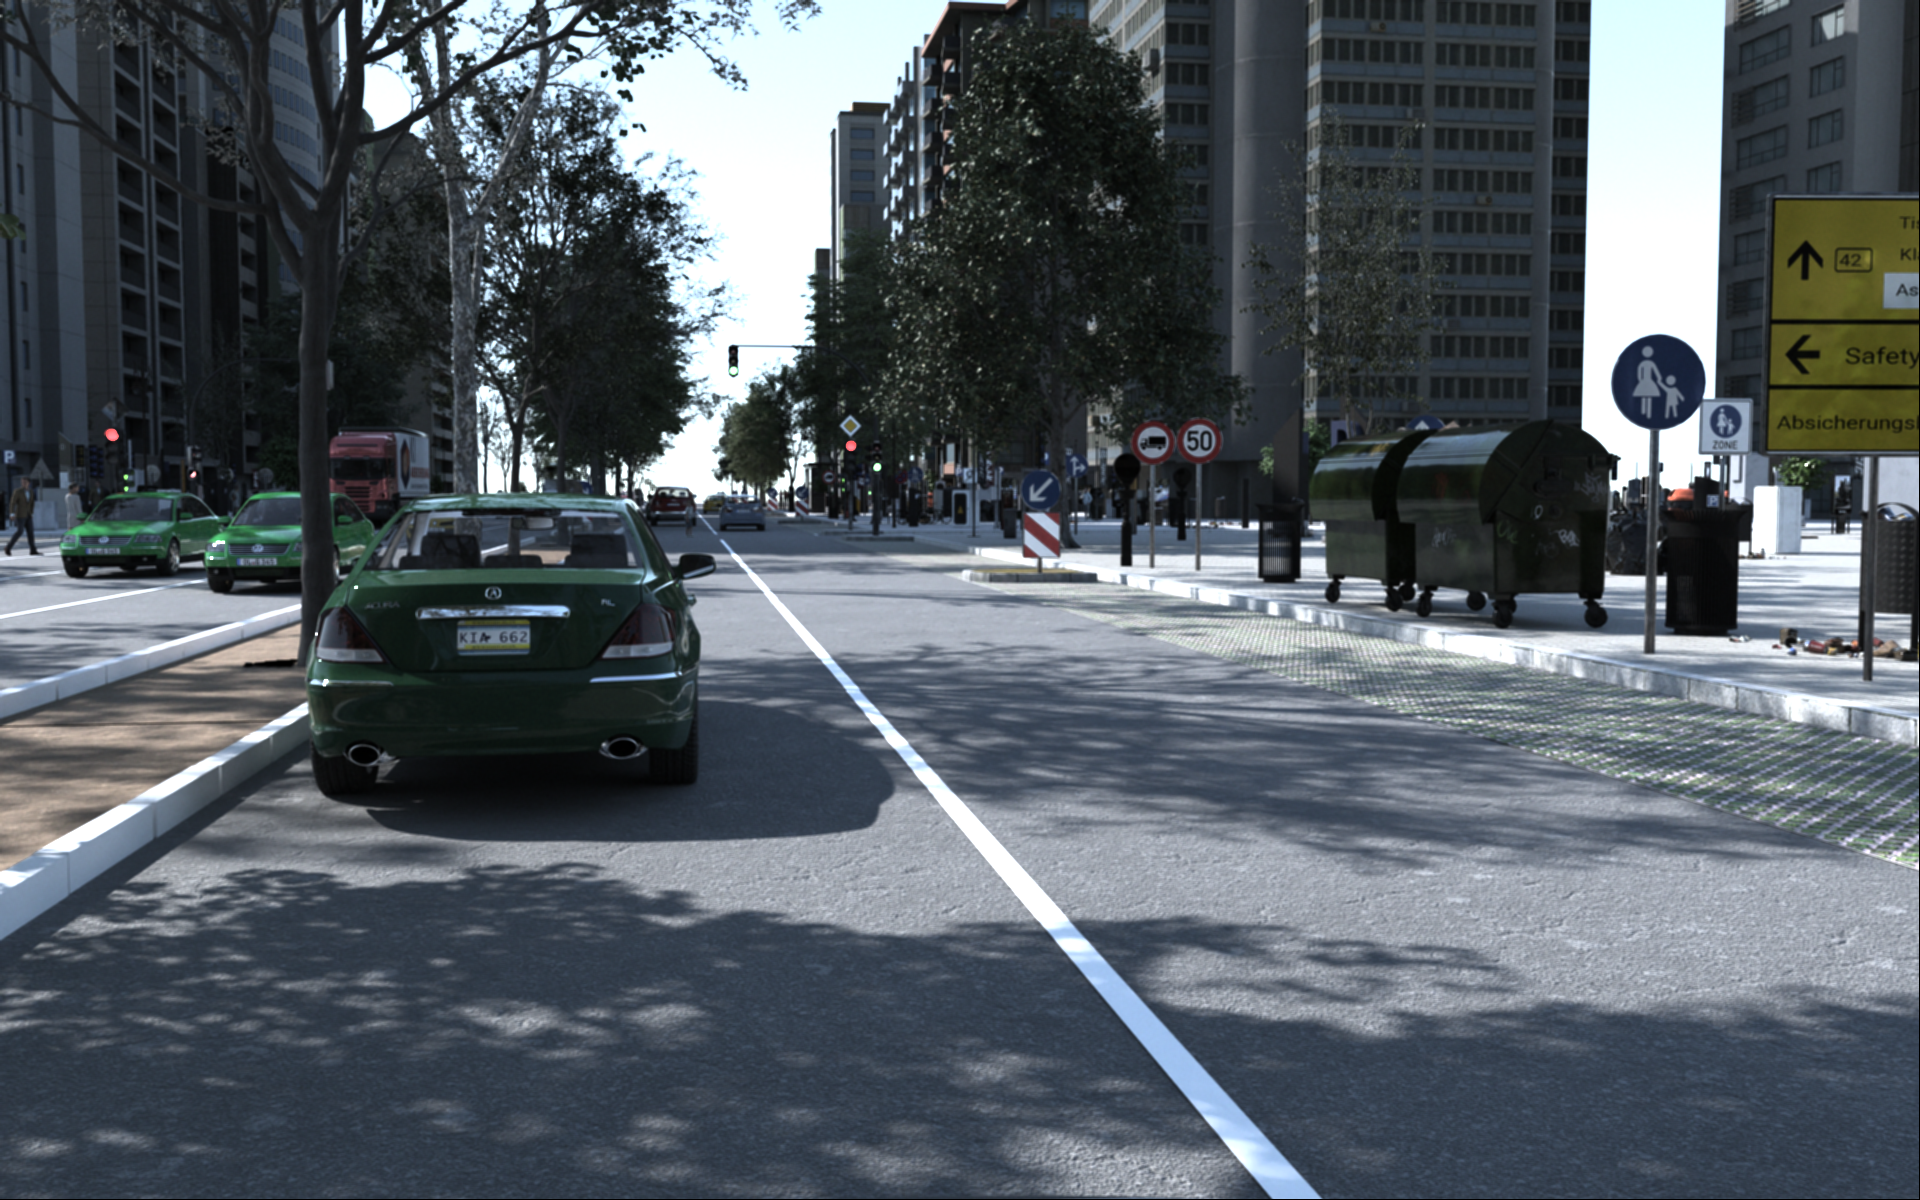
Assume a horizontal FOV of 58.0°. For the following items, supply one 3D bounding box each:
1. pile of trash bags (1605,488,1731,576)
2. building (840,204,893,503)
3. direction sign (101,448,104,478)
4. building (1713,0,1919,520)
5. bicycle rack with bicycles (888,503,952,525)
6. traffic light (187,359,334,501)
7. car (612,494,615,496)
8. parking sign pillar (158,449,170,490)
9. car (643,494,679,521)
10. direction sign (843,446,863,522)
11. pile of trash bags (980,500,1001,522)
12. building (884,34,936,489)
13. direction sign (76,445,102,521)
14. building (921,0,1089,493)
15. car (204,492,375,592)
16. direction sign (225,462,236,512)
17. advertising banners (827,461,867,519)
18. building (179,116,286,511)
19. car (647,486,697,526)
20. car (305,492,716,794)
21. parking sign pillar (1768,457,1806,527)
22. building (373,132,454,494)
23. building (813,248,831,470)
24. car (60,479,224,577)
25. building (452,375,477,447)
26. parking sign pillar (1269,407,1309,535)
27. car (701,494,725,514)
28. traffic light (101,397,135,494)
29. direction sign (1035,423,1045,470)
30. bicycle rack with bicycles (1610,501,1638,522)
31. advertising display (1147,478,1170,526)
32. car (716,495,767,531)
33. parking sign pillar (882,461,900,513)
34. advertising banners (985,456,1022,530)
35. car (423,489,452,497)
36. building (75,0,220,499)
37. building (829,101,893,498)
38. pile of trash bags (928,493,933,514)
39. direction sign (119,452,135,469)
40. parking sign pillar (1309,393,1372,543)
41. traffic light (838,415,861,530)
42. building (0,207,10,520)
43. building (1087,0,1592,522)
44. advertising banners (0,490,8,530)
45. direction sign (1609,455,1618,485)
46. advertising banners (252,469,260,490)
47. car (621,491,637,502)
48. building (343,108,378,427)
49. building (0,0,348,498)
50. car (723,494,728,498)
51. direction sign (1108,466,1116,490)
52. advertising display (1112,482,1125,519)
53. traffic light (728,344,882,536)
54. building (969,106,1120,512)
[{"bbox_3d":[11.236,-1.079,27.390,1.912,1.369,3.447,1,4,14],"label":"pile of trash bags"},{"bbox_3d":[-10.151,-34.432,246.560,14.154,41.232,14.086,-1,4,-9],"label":"building"},{"bbox_3d":[-42.342,-5.689,85.007,0.379,3.537,0.876,1,4,15],"label":"direction sign"},{"bbox_3d":[49.231,-24.763,88.465,14.086,41.232,14.154,-1,4,-9],"label":"building"},{"bbox_3d":[-1.717,-3.711,74.051,2.925,0.926,2.852,-1,4,-23],"label":"bicycle rack with bicycles"},{"bbox_3d":[-23.527,-5.109,58.195,4.771,5.953,1.251,-1,4,-9],"label":"traffic light"},{"bbox_3d":[-50.671,-14.982,255.180,2.015,1.641,3.980,-1,4,-10],"label":"car"},{"bbox_3d":[-47.441,-7.017,103.199,1.447,3.967,1.447,-2,4,-33],"label":"parking sign pillar"},{"bbox_3d":[-16.118,-5.025,93.951,2.131,1.459,4.920,-1,4,-9],"label":"car"},{"bbox_3d":[-4.987,-5.447,81.049,0.876,3.537,0.379,1,4,8],"label":"direction sign"},{"bbox_3d":[2.073,-4.363,81.089,3.447,1.369,1.912,-1,4,-12],"label":"pile of trash bags"},{"bbox_3d":[3.826,-34.617,185.601,23.786,49.044,30.456,-1,4,-9],"label":"building"},{"bbox_3d":[-40.233,-5.374,79.856,0.876,3.537,0.379,-2,4,-24],"label":"direction sign"},{"bbox_3d":[8.326,-30.682,156.279,22.147,44.769,28.867,-1,4,-9],"label":"building"},{"bbox_3d":[-10.273,-1.101,26.791,1.959,1.807,4.718,0,4,-8],"label":"car"},{"bbox_3d":[-52.037,-8.053,123.666,0.379,3.537,0.876,2,4,27],"label":"direction sign"},{"bbox_3d":[-5.886,-5.764,90.432,2.074,3.025,0.090,0,4,-2],"label":"advertising banners"},{"bbox_3d":[-61.809,-22.231,135.177,14.160,30.474,14.107,-1,4,-9],"label":"building"},{"bbox_3d":[-13.128,-4.307,79.099,2.281,1.827,5.304,-1,4,-10],"label":"car"},{"bbox_3d":[-2.435,0.121,9.820,2.131,1.459,4.920,-1,4,-10],"label":"car"},{"bbox_3d":[32.320,-4.845,67.693,1.447,3.967,1.447,-2,4,-31],"label":"parking sign pillar"},{"bbox_3d":[-81.119,-37.332,234.084,21.300,48.544,21.600,-1,4,-9],"label":"building"},{"bbox_3d":[-17.483,-37.043,289.242,14.154,41.232,14.086,-1,4,-9],"label":"building"},{"bbox_3d":[-14.734,-1.381,31.381,1.959,1.807,4.718,-1,4,-8],"label":"car"},{"bbox_3d":[-88.279,-25.363,259.727,27.650,21.520,28.899,-1,4,-9],"label":"building"},{"bbox_3d":[10.431,-4.044,54.597,1.447,3.967,1.447,-2,4,-27],"label":"parking sign pillar"},{"bbox_3d":[-17.927,-7.128,126.771,2.015,1.641,3.980,0,4,-8],"label":"car"},{"bbox_3d":[-24.308,-3.732,49.946,0.839,4.253,0.868,-1,4,-9],"label":"traffic light"},{"bbox_3d":[2.258,-3.490,49.061,0.379,3.537,0.876,-1,4,-14],"label":"direction sign"},{"bbox_3d":[28.455,-3.685,73.626,2.852,0.926,2.925,-1,4,-20],"label":"bicycle rack with bicycles"},{"bbox_3d":[8.089,-4.000,70.614,0.974,1.923,0.123,-1,4,-19],"label":"advertising display"},{"bbox_3d":[-8.634,-3.459,68.550,2.014,1.417,4.499,-1,4,-8],"label":"car"},{"bbox_3d":[-4.670,-7.734,114.925,1.447,3.967,1.447,-1,4,-11],"label":"parking sign pillar"},{"bbox_3d":[1.711,-4.010,61.752,2.074,3.025,0.090,-1,4,-21],"label":"advertising banners"},{"bbox_3d":[-14.699,-2.395,49.383,2.015,1.641,3.980,-1,4,-9],"label":"car"},{"bbox_3d":[-62.391,-41.462,116.157,20.563,71.187,20.611,-1,4,-9],"label":"building"},{"bbox_3d":[-9.478,-44.386,267.714,21.231,58.520,28.212,-1,4,-9],"label":"building"},{"bbox_3d":[-1.502,-6.023,108.221,1.912,1.369,3.447,1,4,10],"label":"pile of trash bags"},{"bbox_3d":[-45.270,-6.251,94.200,0.876,3.537,0.379,0,4,6],"label":"direction sign"},{"bbox_3d":[10.269,-3.490,45.531,1.447,3.967,1.447,-1,4,-20],"label":"parking sign pillar"},{"bbox_3d":[-3.898,-4.428,61.325,0.839,4.253,0.868,-1,4,-9],"label":"traffic light"},{"bbox_3d":[-56.597,-32.863,79.305,21.231,58.520,28.212,-1,4,-9],"label":"building"},{"bbox_3d":[20.680,-24.700,95.724,23.993,40.220,32.217,-1,4,-9],"label":"building"},{"bbox_3d":[-34.579,-3.956,60.875,2.074,3.025,0.090,0,4,-3],"label":"advertising banners"},{"bbox_3d":[37.427,-6.596,99.845,0.876,3.537,0.379,2,4,24],"label":"direction sign"},{"bbox_3d":[-47.992,-7.568,119.923,2.074,3.025,0.090,-3,5,-44],"label":"advertising banners"},{"bbox_3d":[-37.290,-11.367,194.515,2.281,1.827,5.304,0,4,-7],"label":"car"},{"bbox_3d":[-68.129,-30.197,177.322,14.154,41.232,14.086,-1,4,-9],"label":"building"},{"bbox_3d":[-68.705,-37.468,154.606,21.231,58.520,28.212,-1,4,-9],"label":"building"},{"bbox_3d":[-20.375,-8.449,146.935,1.959,1.807,4.718,-1,4,-9],"label":"car"},{"bbox_3d":[10.221,-7.729,118.358,0.876,3.537,0.379,1,4,16],"label":"direction sign"},{"bbox_3d":[8.298,-5.232,90.751,0.123,1.923,0.974,3,5,41],"label":"advertising display"},{"bbox_3d":[-4.679,-4.789,52.970,4.771,5.953,1.251,-1,4,-9],"label":"traffic light"},{"bbox_3d":[7.408,-21.913,129.971,14.160,30.474,14.107,-1,4,-9],"label":"building"}]
